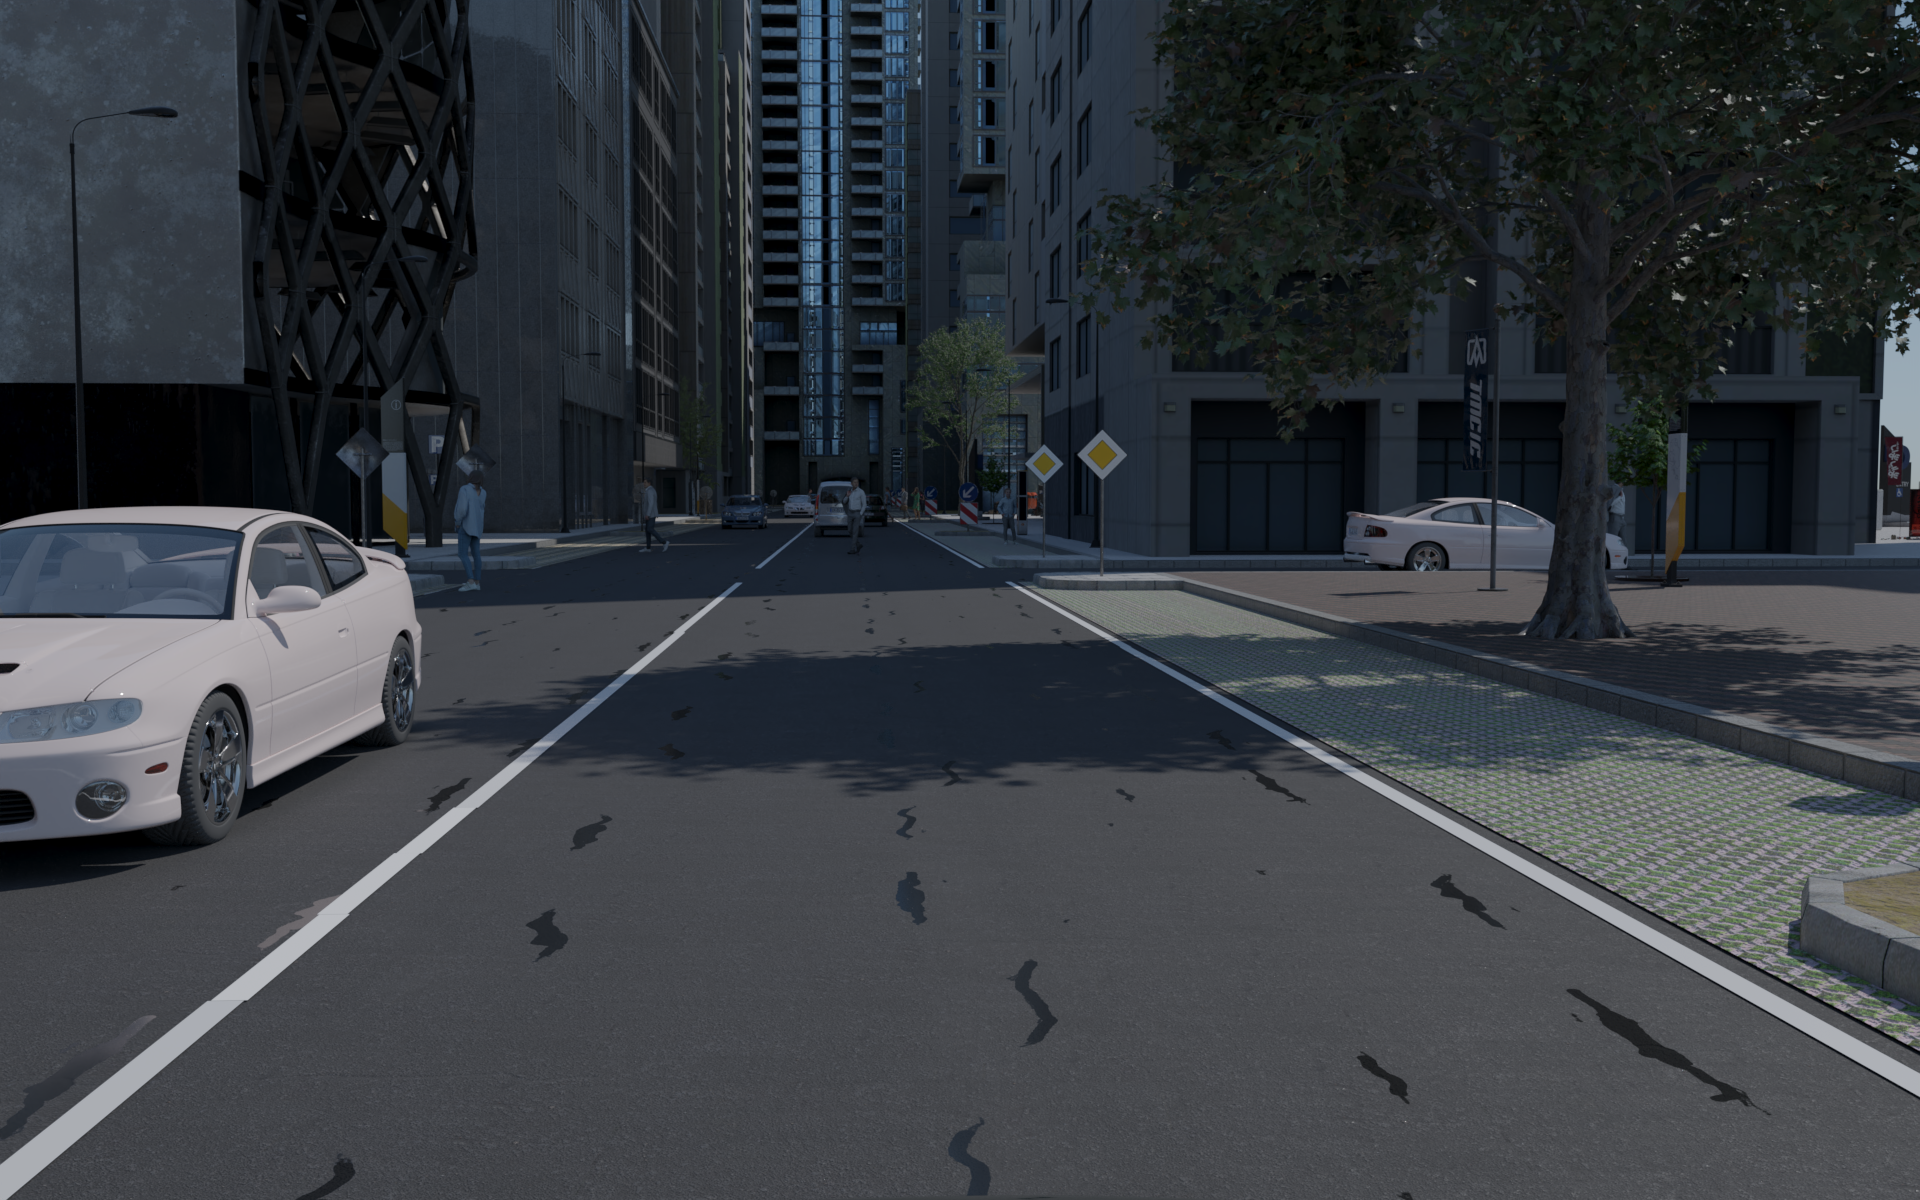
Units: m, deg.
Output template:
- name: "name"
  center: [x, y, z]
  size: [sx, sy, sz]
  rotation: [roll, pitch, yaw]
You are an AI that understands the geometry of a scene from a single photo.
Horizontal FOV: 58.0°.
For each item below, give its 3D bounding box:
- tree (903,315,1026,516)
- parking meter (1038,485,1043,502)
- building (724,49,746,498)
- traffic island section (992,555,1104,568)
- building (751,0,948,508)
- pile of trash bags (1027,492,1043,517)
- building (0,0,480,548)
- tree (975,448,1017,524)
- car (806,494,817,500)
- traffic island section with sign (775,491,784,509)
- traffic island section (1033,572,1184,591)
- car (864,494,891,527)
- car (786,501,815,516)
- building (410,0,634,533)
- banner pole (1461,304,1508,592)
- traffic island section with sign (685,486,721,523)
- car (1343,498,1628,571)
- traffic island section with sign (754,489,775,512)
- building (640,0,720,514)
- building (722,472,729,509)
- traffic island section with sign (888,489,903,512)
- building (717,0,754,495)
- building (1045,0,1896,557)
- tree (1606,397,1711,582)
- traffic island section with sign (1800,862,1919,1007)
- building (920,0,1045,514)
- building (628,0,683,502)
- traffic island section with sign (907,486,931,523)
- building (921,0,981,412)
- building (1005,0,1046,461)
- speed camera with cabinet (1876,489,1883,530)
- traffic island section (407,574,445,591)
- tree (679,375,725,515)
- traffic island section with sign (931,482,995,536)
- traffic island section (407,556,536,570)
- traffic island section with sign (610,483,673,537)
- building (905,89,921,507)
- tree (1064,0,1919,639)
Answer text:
- name: "tree"
  center: [0.164, -10.693, 100.586]
  size: [9.928, 11.665, 9.643]
  rotation: [0, 3, 0]
- name: "parking meter"
  center: [5.068, -6.227, 107.524]
  size: [0.399, 1.863, 0.255]
  rotation: [1, 4, 16]
- name: "building"
  center: [-26.728, -28.793, 154.356]
  size: [14.154, 41.232, 14.086]
  rotation: [0, 4, -4]
- name: "traffic island section"
  center: [1.712, -0.774, 34.938]
  size: [2.009, 0.180, 2.903]
  rotation: [0, 4, -4]
- name: "building"
  center: [-17.770, -54.430, 202.601]
  size: [31.000, 86.520, 22.319]
  rotation: [0, 4, -4]
- name: "pile of trash bags"
  center: [4.975, -5.606, 101.402]
  size: [1.912, 1.369, 3.447]
  rotation: [2, 4, 31]
- name: "building"
  center: [-20.657, -10.655, 41.659]
  size: [16.820, 18.784, 16.811]
  rotation: [0, 4, -4]
- name: "tree"
  center: [1.338, -4.854, 73.968]
  size: [1.663, 3.219, 1.824]
  rotation: [0, 3, 0]
- name: "car"
  center: [-13.478, -8.961, 158.308]
  size: [2.131, 1.459, 4.920]
  rotation: [0, 4, -3]
- name: "traffic island section with sign"
  center: [-17.571, -9.496, 163.884]
  size: [1.989, 1.847, 2.006]
  rotation: [0, 4, -4]
- name: "traffic island section"
  center: [2.225, -0.287, 26.970]
  size: [2.009, 0.180, 2.903]
  rotation: [0, 4, -4]
- name: "car"
  center: [-4.090, -4.128, 77.279]
  size: [2.009, 1.686, 4.222]
  rotation: [0, 4, -2]
- name: "car"
  center: [-10.448, -6.193, 113.841]
  size: [1.945, 1.354, 3.894]
  rotation: [0, 4, -3]
- name: "building"
  center: [-19.751, -15.136, 65.504]
  size: [12.078, 24.808, 19.932]
  rotation: [0, 4, -4]
- name: "banner pole"
  center: [6.975, -2.023, 23.085]
  size: [0.401, 3.779, 0.863]
  rotation: [-2, 4, -24]
- name: "traffic island section with sign"
  center: [-12.551, -4.728, 85.930]
  size: [1.989, 1.847, 2.006]
  rotation: [0, 4, -4]
- name: "car"
  center: [9.089, -1.078, 29.981]
  size: [4.827, 1.381, 2.083]
  rotation: [0, 4, -4]
- name: "traffic island section with sign"
  center: [-15.807, -7.824, 136.544]
  size: [1.989, 1.847, 2.006]
  rotation: [0, 4, -4]
- name: "building"
  center: [-23.500, -26.393, 115.121]
  size: [14.154, 41.232, 14.086]
  rotation: [0, 4, -4]
- name: "building"
  center: [-34.549, -27.032, 133.857]
  size: [32.217, 40.220, 23.993]
  rotation: [0, 4, -4]
- name: "traffic island section with sign"
  center: [-4.848, -7.848, 136.946]
  size: [1.989, 1.847, 2.006]
  rotation: [0, 4, -4]
- name: "building"
  center: [-35.031, -38.562, 172.495]
  size: [28.212, 58.520, 21.231]
  rotation: [0, 4, -4]
- name: "building"
  center: [13.507, -37.042, 43.882]
  size: [20.611, 71.187, 20.563]
  rotation: [0, 4, -4]
- name: "tree"
  center: [10.419, -1.903, 25.711]
  size: [1.663, 3.219, 1.824]
  rotation: [0, 3, 0]
- name: "traffic island section with sign"
  center: [3.643, 0.222, 4.998]
  size: [1.989, 1.847, 2.006]
  rotation: [0, 4, -4]
- name: "building"
  center: [8.602, -49.783, 126.625]
  size: [22.319, 86.520, 31.000]
  rotation: [0, 4, -4]
- name: "building"
  center: [-22.431, -18.014, 88.044]
  size: [14.314, 27.812, 24.014]
  rotation: [0, 4, -4]
- name: "traffic island section with sign"
  center: [-1.595, -4.756, 86.386]
  size: [1.989, 1.847, 2.006]
  rotation: [0, 4, -4]
- name: "building"
  center: [6.931, -37.648, 157.545]
  size: [21.231, 58.520, 28.212]
  rotation: [0, 4, -4]
- name: "building"
  center: [16.625, -30.000, 79.733]
  size: [28.713, 52.752, 27.495]
  rotation: [0, 4, -4]
- name: "speed camera with cabinet"
  center: [31.741, -4.076, 60.973]
  size: [2.038, 3.252, 0.660]
  rotation: [-3, 4, -36]
- name: "traffic island section"
  center: [-9.044, -0.243, 26.252]
  size: [2.009, 0.180, 2.903]
  rotation: [0, 4, -4]
- name: "tree"
  center: [-16.391, -9.544, 106.407]
  size: [4.737, 8.622, 4.395]
  rotation: [0, 3, 0]
- name: "traffic island section with sign"
  center: [0.134, -3.111, 59.487]
  size: [1.989, 1.847, 2.006]
  rotation: [0, 4, -4]
- name: "traffic island section"
  center: [-9.556, -0.730, 34.221]
  size: [2.009, 0.180, 2.903]
  rotation: [0, 4, -4]
- name: "traffic island section with sign"
  center: [-10.823, -3.083, 59.030]
  size: [1.989, 1.847, 2.006]
  rotation: [0, 4, -4]
- name: "building"
  center: [1.344, -30.296, 178.940]
  size: [14.154, 41.232, 14.086]
  rotation: [0, 4, -4]
- name: "tree"
  center: [5.741, -6.016, 15.373]
  size: [9.611, 12.733, 9.660]
  rotation: [0, 3, 0]
